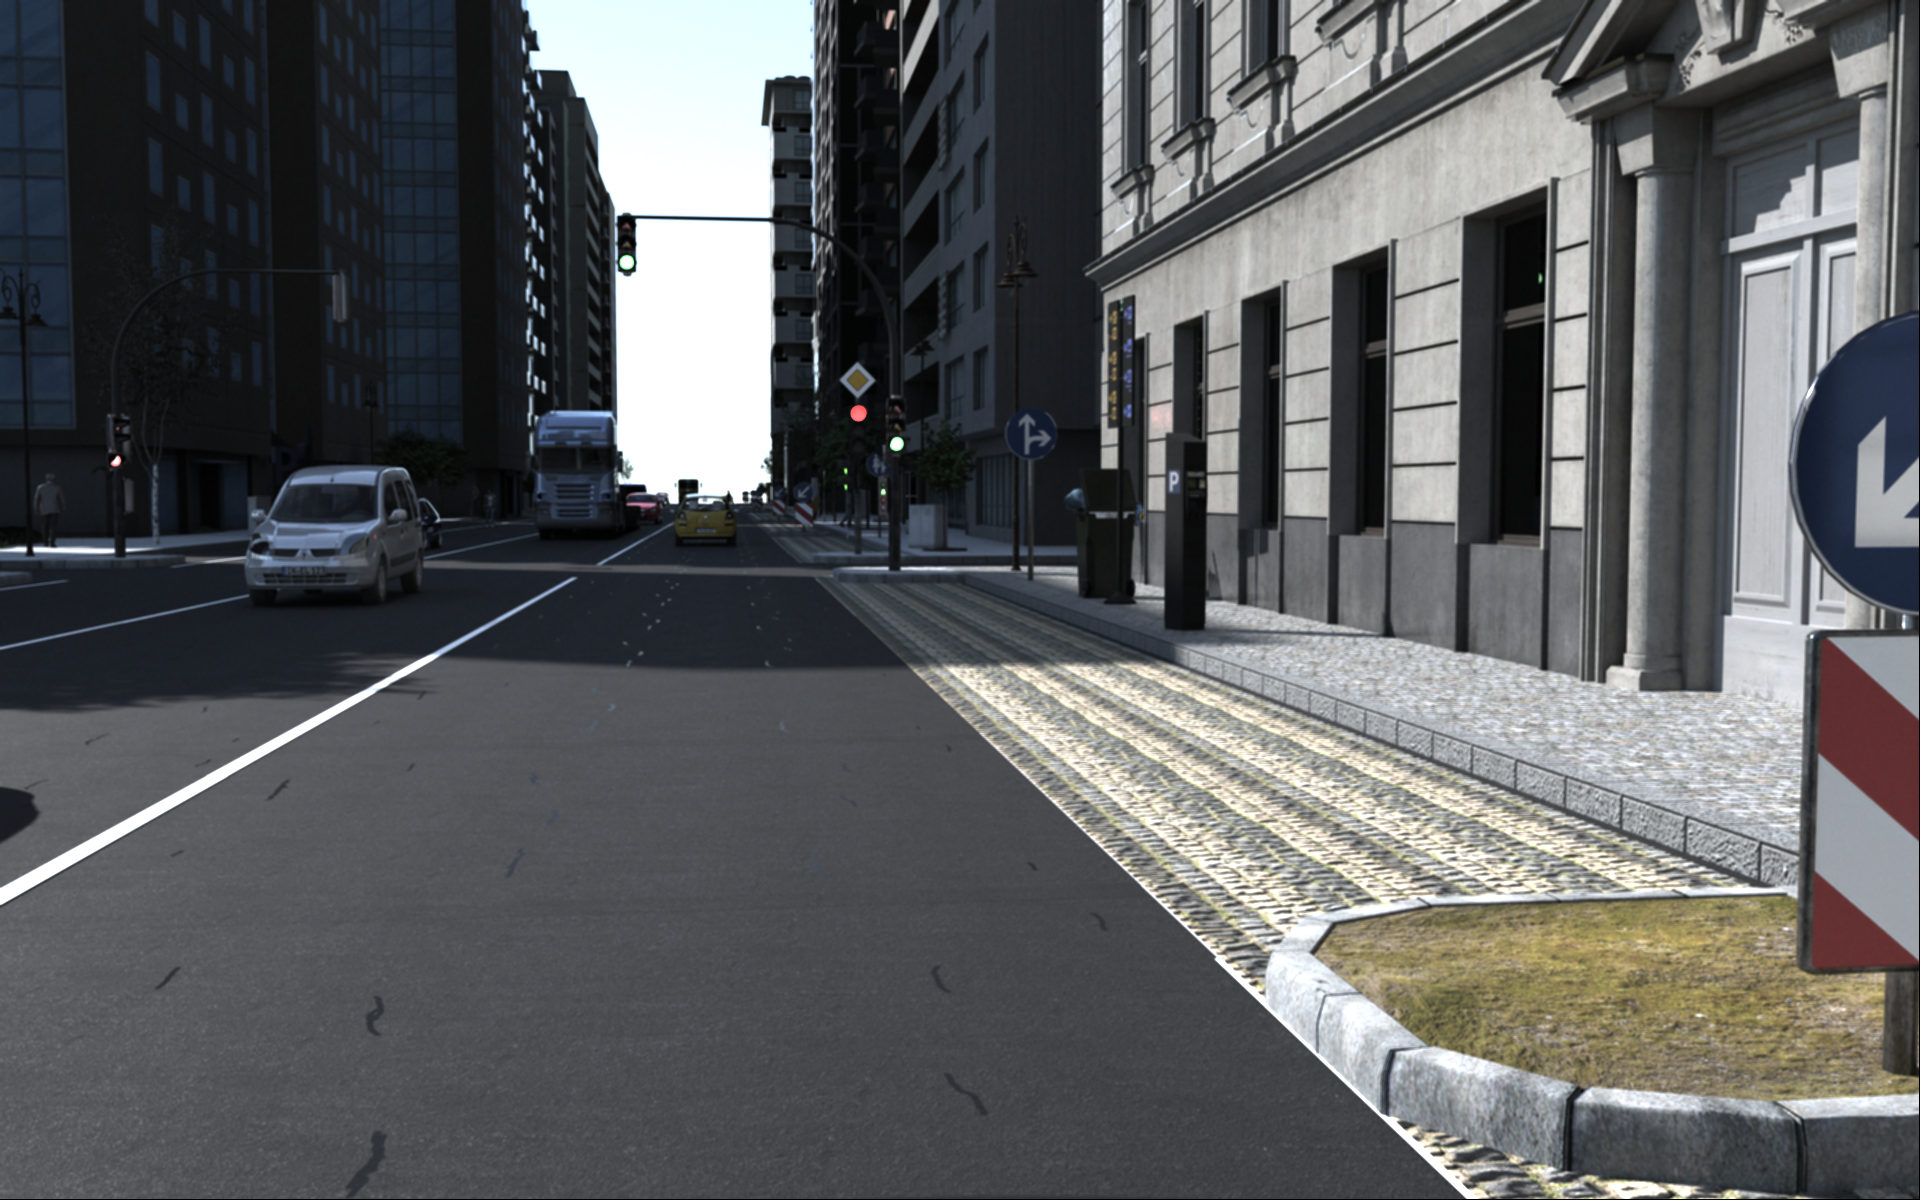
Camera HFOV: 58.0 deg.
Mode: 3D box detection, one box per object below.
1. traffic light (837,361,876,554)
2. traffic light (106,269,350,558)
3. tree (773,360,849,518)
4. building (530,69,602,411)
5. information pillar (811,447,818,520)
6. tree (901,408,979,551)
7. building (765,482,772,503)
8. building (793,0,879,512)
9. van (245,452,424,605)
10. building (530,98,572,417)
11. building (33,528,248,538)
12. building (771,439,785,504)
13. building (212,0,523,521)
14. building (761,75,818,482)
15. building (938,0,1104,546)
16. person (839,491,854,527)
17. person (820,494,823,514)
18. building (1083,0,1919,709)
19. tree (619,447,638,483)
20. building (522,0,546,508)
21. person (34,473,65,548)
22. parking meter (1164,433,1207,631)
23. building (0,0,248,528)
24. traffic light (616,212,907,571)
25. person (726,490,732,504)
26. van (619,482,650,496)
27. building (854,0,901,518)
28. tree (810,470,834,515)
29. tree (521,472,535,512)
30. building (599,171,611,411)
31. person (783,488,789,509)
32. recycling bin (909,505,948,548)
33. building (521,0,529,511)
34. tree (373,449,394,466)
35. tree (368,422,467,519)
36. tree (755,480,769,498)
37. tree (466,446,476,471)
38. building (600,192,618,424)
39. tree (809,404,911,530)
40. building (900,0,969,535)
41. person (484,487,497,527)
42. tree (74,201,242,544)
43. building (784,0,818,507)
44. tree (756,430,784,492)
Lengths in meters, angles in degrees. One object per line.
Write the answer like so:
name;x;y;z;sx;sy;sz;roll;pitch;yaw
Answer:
traffic light;-2.194;-2.930;36.823;0.839;4.253;0.868;0;4;-8
traffic light;-14.858;-3.698;35.135;4.771;5.953;1.251;0;4;-8
tree;-7.963;-8.803;94.295;4.360;8.622;3.978;0;3;0
building;-53.364;-35.326;201.289;21.300;48.544;21.600;0;4;-8
information pillar;-7.244;-5.806;86.290;0.183;3.616;0.504;2;4;26
tree;-0.289;-2.719;39.052;1.663;3.219;1.824;0;3;0
building;-13.030;-34.716;259.486;32.217;40.220;23.993;0;4;-8
building;-3.489;-43.243;145.279;20.563;71.187;20.611;0;4;-8
van;-8.505;-1.024;23.755;2.013;2.044;4.112;0;4;-7
building;-46.801;-29.968;173.569;14.154;41.232;14.086;0;4;-8
building;-31.457;-24.774;55.163;14.600;45.320;14.200;0;4;-8
building;-19.104;-28.604;239.381;14.160;30.474;14.107;0;4;-8
building;-33.048;-27.496;99.668;14.600;45.320;14.200;0;4;-8
building;-10.178;-38.449;217.878;28.713;52.752;27.495;0;4;-8
building;7.095;-22.128;45.394;14.086;41.232;14.154;0;4;-8
person;-4.225;-3.699;66.649;0.853;1.813;0.709;-1;4;-22
person;-8.910;-6.365;110.297;0.511;1.800;0.466;1;4;16
building;12.918;-14.072;6.493;17.030;29.872;44.131;0;4;-8
tree;-51.387;-19.342;266.609;4.360;8.622;3.978;0;3;0
building;-48.400;-32.472;150.530;23.786;49.044;30.456;0;4;-8
person;-21.875;-2.153;41.638;0.661;1.777;0.834;-2;4;-28
parking meter;2.134;-0.652;16.367;0.255;1.863;0.399;-2;4;-25
building;-34.339;-26.118;77.134;14.600;45.320;14.200;0;4;-8
traffic light;-3.184;-3.292;28.490;4.771;5.953;1.251;0;4;-8
person;-20.394;-8.798;152.362;0.705;1.822;1.348;2;4;25
van;-18.165;-5.592;95.812;2.240;2.365;5.245;0;4;-7
building;5.570;-27.060;97.060;22.147;44.769;28.867;0;4;-8
tree;-8.296;-6.957;108.342;1.663;3.219;1.824;0;3;0
tree;-31.532;-8.100;127.042;1.663;3.219;1.824;0;3;0
building;-57.474;-34.963;226.266;22.147;44.769;28.867;0;4;-8
person;-14.549;-8.457;144.326;0.705;1.823;1.348;-2;4;-27
recycling bin;-0.758;-1.763;41.381;0.722;1.027;0.722;2;4;27
building;-42.699;-35.379;120.443;21.231;58.520;28.212;0;4;-8
tree;-24.551;-4.861;74.071;1.663;3.219;1.824;0;3;0
tree;-25.143;-5.817;78.822;4.285;4.588;4.351;0;3;0
tree;-27.922;-15.150;242.295;1.663;3.219;1.824;0;3;0
tree;-27.108;-6.547;90.758;4.285;4.588;4.351;0;3;0
building;-56.665;-36.603;248.571;14.600;45.320;14.200;0;4;-8
tree;-3.386;-4.848;62.971;4.285;4.588;4.351;0;3;0
building;9.431;-26.929;63.993;21.300;48.544;21.600;0;4;-8
person;-20.334;-4.016;74.998;0.563;1.720;0.643;-1;4;-14
tree;-20.554;-5.735;44.136;4.360;8.622;3.978;0;3;0
building;-5.795;-52.466;170.491;22.319;86.520;31.000;0;4;-8
tree;-20.984;-15.093;197.137;4.737;8.622;4.395;0;3;0
